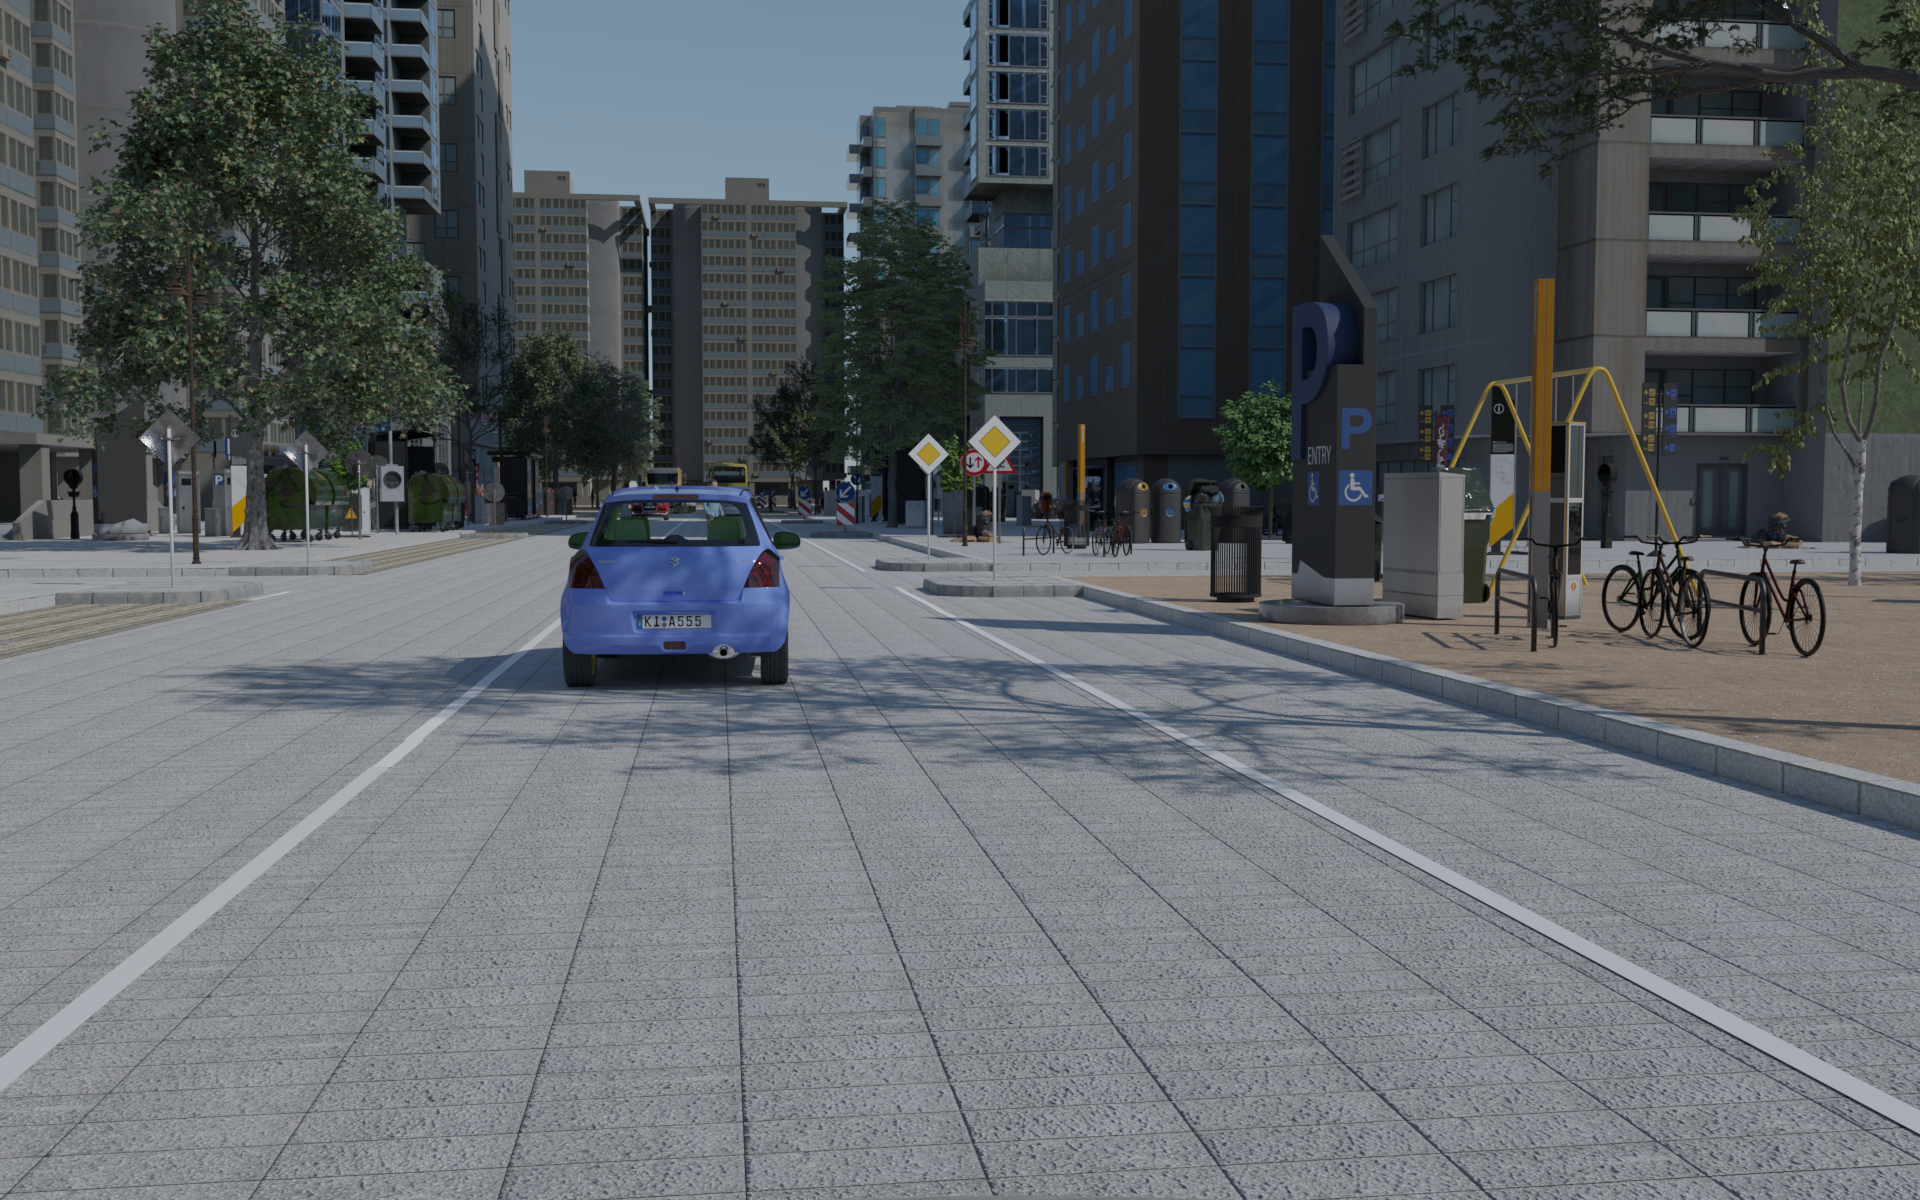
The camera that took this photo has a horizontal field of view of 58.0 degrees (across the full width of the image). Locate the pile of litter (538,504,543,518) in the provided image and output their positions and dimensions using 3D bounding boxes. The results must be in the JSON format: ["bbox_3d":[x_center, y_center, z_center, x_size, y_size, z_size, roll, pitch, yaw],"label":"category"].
[{"bbox_3d":[-23.393,-4.933,94.623,1.176,0.858,1.719,-1,4,-13],"label":"pile of litter"}]

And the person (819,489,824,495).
[{"bbox_3d":[-12.602,-9.350,159.429,1.217,1.766,0.721,0,4,-6],"label":"person"}]

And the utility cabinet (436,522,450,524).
[{"bbox_3d":[-21.821,-3.930,72.932,0.318,1.500,1.173,-3,4,-39],"label":"utility cabinet"}]

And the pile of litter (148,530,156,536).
[{"bbox_3d":[-25.527,-2.380,52.878,1.719,0.858,1.176,-1,4,-10],"label":"pile of litter"}]

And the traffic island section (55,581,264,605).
[{"bbox_3d":[-10.881,-0.097,23.867,2.009,0.180,2.903,0,4,-8],"label":"traffic island section"}]

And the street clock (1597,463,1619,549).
[{"bbox_3d":[15.236,-2.214,40.776,0.358,2.002,0.471,-1,4,-19],"label":"street clock"}]

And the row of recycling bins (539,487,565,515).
[{"bbox_3d":[-25.169,-5.941,104.242,1.069,1.692,3.534,2,4,31],"label":"row of recycling bins"}]

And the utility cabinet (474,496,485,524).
[{"bbox_3d":[-20.745,-3.892,74.794,0.306,1.237,1.020,0,4,-7],"label":"utility cabinet"}]

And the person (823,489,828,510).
[{"bbox_3d":[-9.044,-6.857,118.686,0.750,1.759,0.617,1,4,23],"label":"person"}]

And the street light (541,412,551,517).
[{"bbox_3d":[-23.324,-7.636,97.644,0.468,5.910,1.993,0,4,-8],"label":"street light"}]

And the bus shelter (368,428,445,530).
[{"bbox_3d":[-20.545,-4.480,64.524,1.731,3.624,6.357,0,4,-8],"label":"bus shelter"}]

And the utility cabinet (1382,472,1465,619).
[{"bbox_3d":[4.847,-0.577,18.117,0.318,1.500,1.173,-1,4,-14],"label":"utility cabinet"}]

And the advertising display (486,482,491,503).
[{"bbox_3d":[-25.538,-5.473,94.698,0.974,1.923,0.123,2,4,32],"label":"advertising display"}]

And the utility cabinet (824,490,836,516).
[{"bbox_3d":[-7.368,-5.668,101.348,1.173,1.500,0.318,-2,4,-34],"label":"utility cabinet"}]

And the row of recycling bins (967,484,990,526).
[{"bbox_3d":[0.640,-3.930,71.368,1.069,1.692,3.534,0,4,7],"label":"row of recycling bins"}]

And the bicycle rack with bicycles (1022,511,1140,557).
[{"bbox_3d":[2.666,-1.412,36.463,2.852,0.926,2.925,2,4,25],"label":"bicycle rack with bicycles"}]

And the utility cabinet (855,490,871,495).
[{"bbox_3d":[-5.103,-4.804,87.223,1.173,1.500,0.318,1,4,12],"label":"utility cabinet"}]

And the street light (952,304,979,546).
[{"bbox_3d":[0.122,-4.252,42.312,0.468,5.910,1.993,0,4,-8],"label":"street light"}]

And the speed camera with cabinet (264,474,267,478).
[{"bbox_3d":[-31.350,-4.967,75.545,2.038,3.252,0.660,-3,4,-38],"label":"speed camera with cabinet"}]

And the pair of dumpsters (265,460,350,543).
[{"bbox_3d":[-18.001,-2.758,47.591,1.574,2.255,4.437,0,4,-8],"label":"pair of dumpsters"}]

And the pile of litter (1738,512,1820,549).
[{"bbox_3d":[19.358,-1.648,40.910,1.719,0.858,1.176,3,4,38],"label":"pile of litter"}]

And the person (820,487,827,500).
[{"bbox_3d":[-8.601,-6.439,112.008,1.217,1.739,0.721,3,5,40],"label":"person"}]

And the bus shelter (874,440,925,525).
[{"bbox_3d":[-2.625,-5.164,75.719,1.731,3.624,6.357,0,4,-8],"label":"bus shelter"}]

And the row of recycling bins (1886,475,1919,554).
[{"bbox_3d":[21.840,-1.861,37.538,3.534,1.692,1.069,0,4,-5],"label":"row of recycling bins"}]

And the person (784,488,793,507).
[{"bbox_3d":[-16.654,-9.966,168.974,1.348,1.826,0.705,2,4,24],"label":"person"}]

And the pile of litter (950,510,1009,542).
[{"bbox_3d":[0.544,-1.979,46.320,1.719,0.858,1.176,3,5,44],"label":"pile of litter"}]

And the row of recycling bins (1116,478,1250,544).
[{"bbox_3d":[5.810,-2.336,45.305,3.534,1.692,1.069,-1,4,-9],"label":"row of recycling bins"}]

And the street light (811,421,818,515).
[{"bbox_3d":[-8.963,-8.234,107.412,0.468,5.910,1.993,0,4,-8],"label":"street light"}]

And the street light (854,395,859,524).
[{"bbox_3d":[-4.456,-6.243,74.857,0.468,5.910,1.993,0,4,-8],"label":"street light"}]

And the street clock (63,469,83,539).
[{"bbox_3d":[-25.330,-2.749,49.522,0.471,2.002,0.358,0,4,-5],"label":"street clock"}]

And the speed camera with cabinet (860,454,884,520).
[{"bbox_3d":[-4.048,-5.552,85.115,0.660,3.252,2.038,3,5,40],"label":"speed camera with cabinet"}]

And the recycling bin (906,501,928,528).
[{"bbox_3d":[-1.613,-3.213,65.094,0.722,1.027,0.722,1,4,14],"label":"recycling bin"}]

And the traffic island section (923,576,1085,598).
[{"bbox_3d":[0.550,-0.194,25.459,2.009,0.180,2.903,0,4,-8],"label":"traffic island section"}]

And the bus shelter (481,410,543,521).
[{"bbox_3d":[-22.084,-6.592,85.409,2.179,5.291,8.768,0,4,-8],"label":"bus shelter"}]

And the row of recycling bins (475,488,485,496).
[{"bbox_3d":[-29.978,-5.977,104.831,3.534,1.692,1.069,-1,4,-20],"label":"row of recycling bins"}]

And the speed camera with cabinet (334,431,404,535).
[{"bbox_3d":[-18.377,-3.638,53.817,2.038,3.252,0.660,-2,4,-24],"label":"speed camera with cabinet"}]

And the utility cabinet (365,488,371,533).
[{"bbox_3d":[-19.522,-2.891,55.945,1.173,1.500,0.318,3,4,36],"label":"utility cabinet"}]

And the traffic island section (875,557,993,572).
[{"bbox_3d":[-0.559,-0.678,33.367,2.009,0.180,2.903,0,4,-8],"label":"traffic island section"}]

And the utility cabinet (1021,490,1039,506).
[{"bbox_3d":[3.705,-5.035,91.002,0.318,1.500,1.173,-2,4,-35],"label":"utility cabinet"}]

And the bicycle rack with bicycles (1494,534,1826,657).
[{"bbox_3d":[5.813,-0.096,14.953,2.852,0.926,2.925,1,4,9],"label":"bicycle rack with bicycles"}]

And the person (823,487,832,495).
[{"bbox_3d":[-8.768,-6.677,115.743,0.750,1.759,0.617,-1,4,-14],"label":"person"}]

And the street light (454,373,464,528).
[{"bbox_3d":[-18.820,-5.645,65.089,0.468,5.910,1.993,0,4,-8],"label":"street light"}]

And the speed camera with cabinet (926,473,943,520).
[{"bbox_3d":[-1.861,-5.546,85.016,2.038,3.252,0.660,2,4,30],"label":"speed camera with cabinet"}]

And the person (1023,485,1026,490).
[{"bbox_3d":[4.138,-6.514,112.423,0.709,1.838,0.599,3,4,37],"label":"person"}]

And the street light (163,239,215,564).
[{"bbox_3d":[-14.012,-3.597,31.604,0.468,5.910,1.993,0,4,-8],"label":"street light"}]

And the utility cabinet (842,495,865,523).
[{"bbox_3d":[-4.789,-4.077,77.823,1.020,1.237,0.306,2,4,25],"label":"utility cabinet"}]

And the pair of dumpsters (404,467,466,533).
[{"bbox_3d":[-18.095,-3.499,59.708,1.574,2.255,4.437,0,4,-8],"label":"pair of dumpsters"}]

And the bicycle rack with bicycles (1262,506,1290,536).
[{"bbox_3d":[9.625,-2.471,53.790,2.925,0.926,2.852,3,5,43],"label":"bicycle rack with bicycles"}]

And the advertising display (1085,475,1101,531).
[{"bbox_3d":[4.448,-3.313,59.389,0.974,1.923,0.123,-3,4,-38],"label":"advertising display"}]

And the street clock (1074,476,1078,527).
[{"bbox_3d":[4.643,-3.868,67.820,0.358,2.002,0.471,0,4,0],"label":"street clock"}]

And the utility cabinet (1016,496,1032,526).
[{"bbox_3d":[2.606,-3.618,70.323,0.306,1.237,1.020,2,4,23],"label":"utility cabinet"}]

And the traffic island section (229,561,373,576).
[{"bbox_3d":[-11.990,-0.581,31.775,2.009,0.180,2.903,0,4,-8],"label":"traffic island section"}]

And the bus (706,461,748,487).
[{"bbox_3d":[-17.188,-8.332,127.783,2.896,3.916,12.252,-1,4,-9],"label":"bus"}]

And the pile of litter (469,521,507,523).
[{"bbox_3d":[-21.391,-3.941,78.405,1.719,0.858,1.176,-1,4,-11],"label":"pile of litter"}]
